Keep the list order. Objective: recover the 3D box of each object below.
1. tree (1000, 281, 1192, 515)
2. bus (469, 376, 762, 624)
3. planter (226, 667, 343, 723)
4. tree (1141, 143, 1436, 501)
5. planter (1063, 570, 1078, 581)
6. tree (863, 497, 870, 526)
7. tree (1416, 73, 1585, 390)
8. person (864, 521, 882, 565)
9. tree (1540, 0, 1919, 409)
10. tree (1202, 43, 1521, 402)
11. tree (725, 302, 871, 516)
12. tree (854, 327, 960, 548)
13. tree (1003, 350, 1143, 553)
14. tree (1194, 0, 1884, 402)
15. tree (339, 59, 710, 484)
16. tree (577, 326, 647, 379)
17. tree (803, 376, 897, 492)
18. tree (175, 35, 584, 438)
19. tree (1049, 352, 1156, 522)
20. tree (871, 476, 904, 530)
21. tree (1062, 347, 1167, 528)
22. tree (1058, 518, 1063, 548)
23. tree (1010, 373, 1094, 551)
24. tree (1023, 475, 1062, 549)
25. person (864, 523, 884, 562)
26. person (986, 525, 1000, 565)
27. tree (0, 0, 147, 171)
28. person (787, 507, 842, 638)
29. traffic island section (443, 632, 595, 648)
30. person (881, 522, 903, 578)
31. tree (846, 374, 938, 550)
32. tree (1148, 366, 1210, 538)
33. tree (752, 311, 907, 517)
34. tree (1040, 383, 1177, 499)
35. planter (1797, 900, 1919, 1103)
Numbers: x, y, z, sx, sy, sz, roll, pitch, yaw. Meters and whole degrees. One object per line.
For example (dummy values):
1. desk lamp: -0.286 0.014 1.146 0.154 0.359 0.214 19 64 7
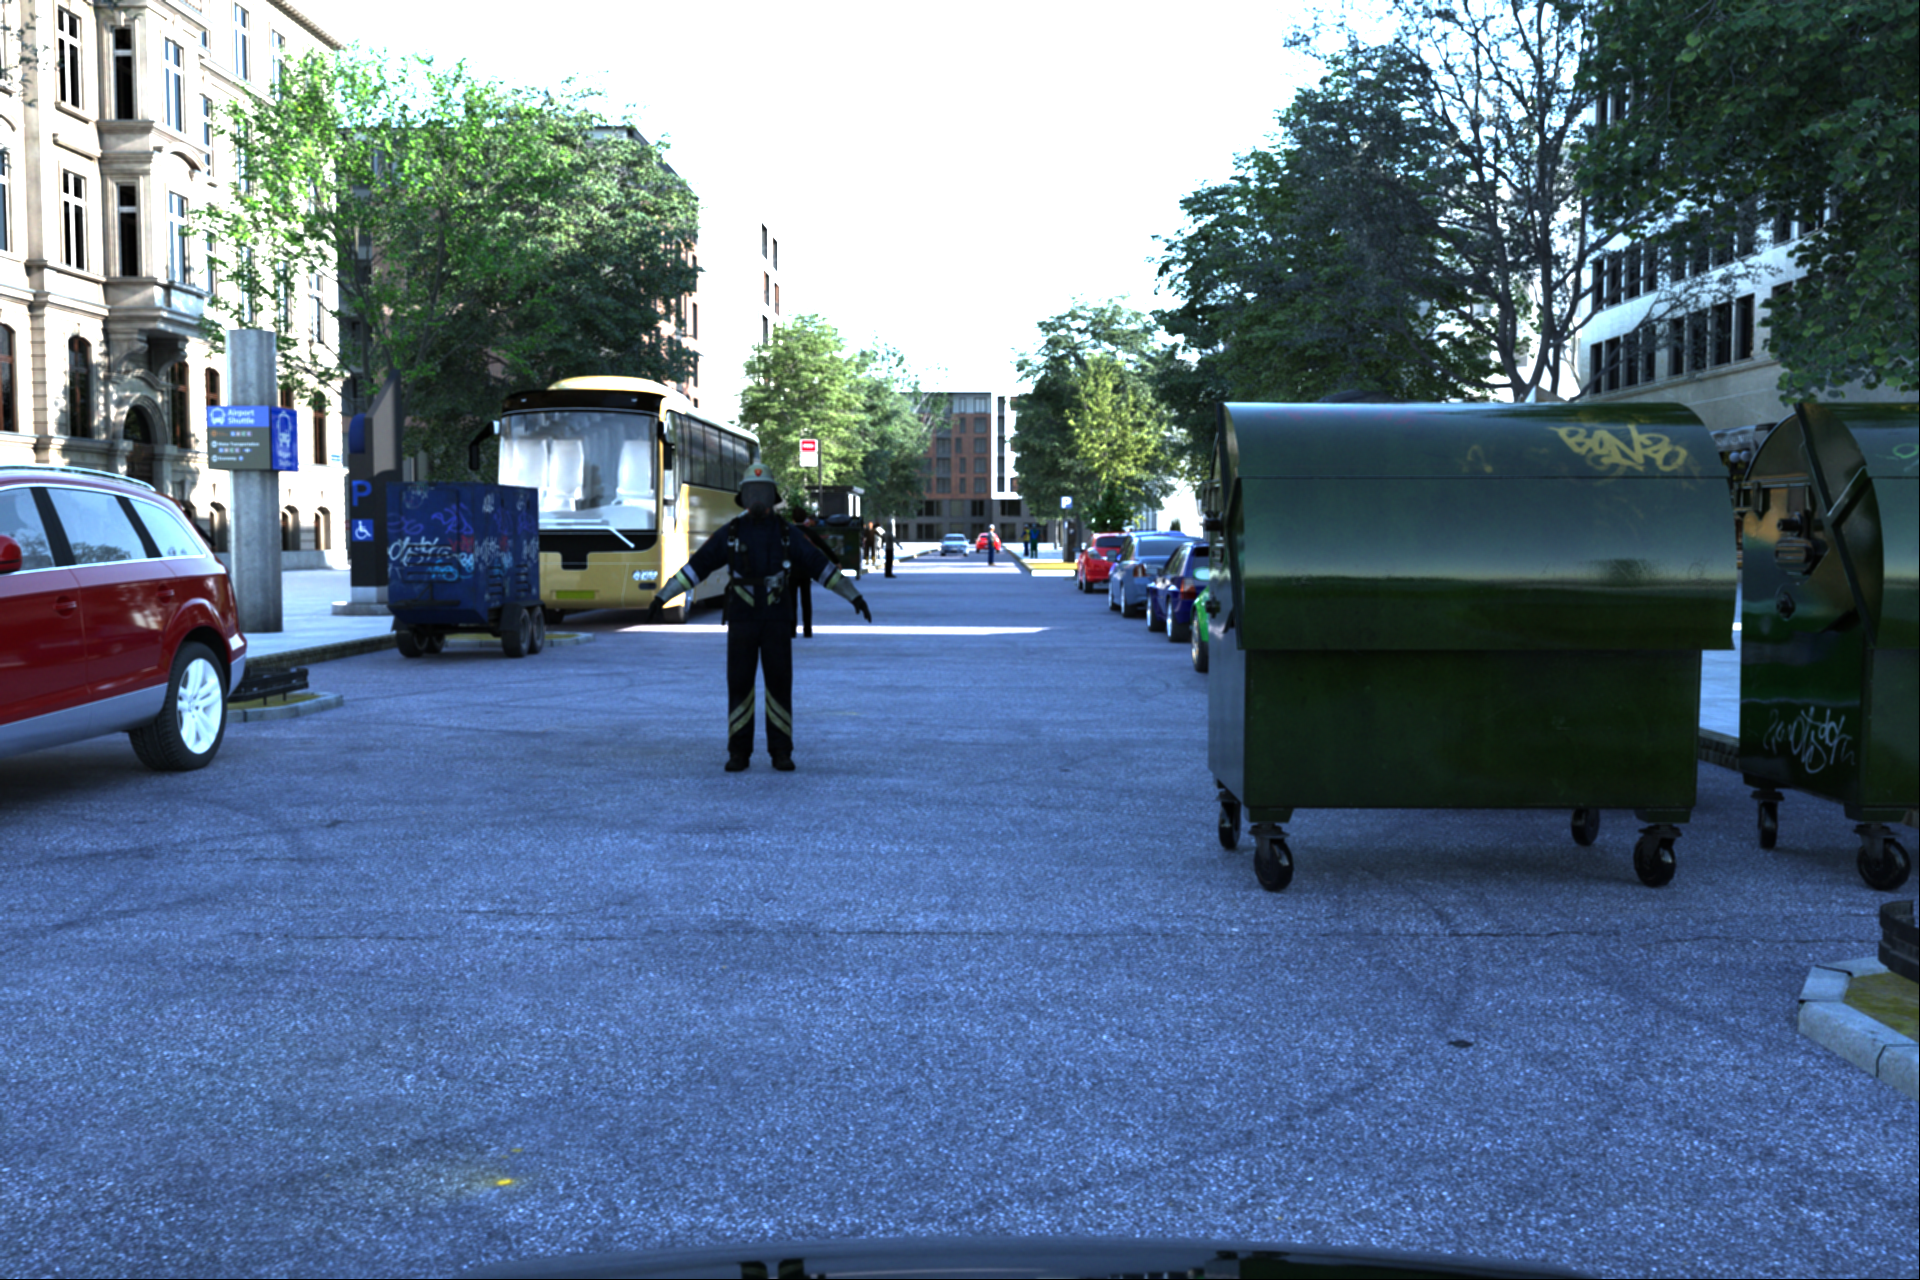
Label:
1. tree: 7.086 -11.023 86.876 9.857 13.997 8.962 0 3 0
2. bus: -5.499 -2.398 30.749 2.896 3.916 12.252 0 4 1
3. planter: -6.154 0.437 13.990 1.991 0.319 1.994 0 4 2
4. tree: 10.427 -9.095 55.356 9.857 13.997 8.962 0 3 0
5. planter: 4.243 -2.026 54.264 1.991 0.319 1.994 0 4 1
6. tree: -7.497 -10.390 120.234 4.360 8.622 3.978 0 3 0
7. tree: 25.635 -13.180 71.375 12.611 20.169 13.585 0 3 0
8. person: -3.719 -4.010 71.699 1.346 1.812 0.704 0 4 6
9. tree: 9.314 -6.584 14.297 9.857 13.997 8.962 0 3 0
10. tree: 9.229 -7.524 41.142 7.486 12.596 7.792 0 3 0
11. tree: -7.974 -10.216 85.159 7.486 12.596 7.792 0 3 0
12. tree: -6.018 -18.449 157.523 12.611 20.169 13.585 0 3 0
13. tree: 8.109 -13.048 119.988 9.857 13.997 8.962 0 3 0
14. tree: 9.433 -7.219 28.405 12.009 13.543 11.850 0 3 0
15. tree: -11.462 -8.551 46.471 9.857 13.997 8.962 0 3 0
16. tree: -11.519 -6.424 55.387 4.360 8.622 3.978 0 3 0
17. tree: -7.592 -11.315 110.760 9.928 11.665 9.643 0 3 0
18. tree: -11.776 -6.709 35.456 9.928 11.665 9.643 0 3 0
19. tree: 8.842 -11.574 107.369 7.486 12.596 7.792 0 3 0
20. tree: -6.844 -11.947 145.703 4.360 8.622 3.978 0 3 0
21. tree: 5.785 -7.186 67.849 4.737 8.622 4.395 0 3 0
22. tree: 9.435 -14.318 159.846 9.928 11.665 9.643 0 3 0
23. tree: 8.230 -13.886 133.691 9.857 13.997 8.962 0 3 0
24. tree: 8.432 -14.093 148.550 7.486 12.596 7.792 0 3 0
25. person: -3.744 -4.470 79.270 1.347 1.806 0.705 0 4 -3
26. person: 1.456 -4.329 79.091 0.705 1.847 1.347 -1 4 -22
27. tree: -12.141 -6.301 13.396 12.009 13.543 11.850 0 3 0
28. person: -2.240 -0.938 23.981 1.347 1.806 0.705 -2 4 -24
29. traffic island section: -5.909 0.002 22.835 1.991 0.108 1.994 0 4 2
30. person: -2.298 -2.960 56.978 0.705 1.813 1.348 -2 4 -32
31. tree: -6.637 -14.094 137.093 9.857 13.997 8.962 0 3 0
32. tree: 10.340 -7.615 74.872 4.737 8.622 4.395 0 3 0
33. tree: -7.466 -11.750 98.770 9.857 13.997 8.962 0 3 0
34. tree: 8.012 -9.984 97.658 8.767 10.594 7.601 0 4 -3
35. planter: 3.408 1.012 4.598 1.991 0.319 1.994 0 3 0
